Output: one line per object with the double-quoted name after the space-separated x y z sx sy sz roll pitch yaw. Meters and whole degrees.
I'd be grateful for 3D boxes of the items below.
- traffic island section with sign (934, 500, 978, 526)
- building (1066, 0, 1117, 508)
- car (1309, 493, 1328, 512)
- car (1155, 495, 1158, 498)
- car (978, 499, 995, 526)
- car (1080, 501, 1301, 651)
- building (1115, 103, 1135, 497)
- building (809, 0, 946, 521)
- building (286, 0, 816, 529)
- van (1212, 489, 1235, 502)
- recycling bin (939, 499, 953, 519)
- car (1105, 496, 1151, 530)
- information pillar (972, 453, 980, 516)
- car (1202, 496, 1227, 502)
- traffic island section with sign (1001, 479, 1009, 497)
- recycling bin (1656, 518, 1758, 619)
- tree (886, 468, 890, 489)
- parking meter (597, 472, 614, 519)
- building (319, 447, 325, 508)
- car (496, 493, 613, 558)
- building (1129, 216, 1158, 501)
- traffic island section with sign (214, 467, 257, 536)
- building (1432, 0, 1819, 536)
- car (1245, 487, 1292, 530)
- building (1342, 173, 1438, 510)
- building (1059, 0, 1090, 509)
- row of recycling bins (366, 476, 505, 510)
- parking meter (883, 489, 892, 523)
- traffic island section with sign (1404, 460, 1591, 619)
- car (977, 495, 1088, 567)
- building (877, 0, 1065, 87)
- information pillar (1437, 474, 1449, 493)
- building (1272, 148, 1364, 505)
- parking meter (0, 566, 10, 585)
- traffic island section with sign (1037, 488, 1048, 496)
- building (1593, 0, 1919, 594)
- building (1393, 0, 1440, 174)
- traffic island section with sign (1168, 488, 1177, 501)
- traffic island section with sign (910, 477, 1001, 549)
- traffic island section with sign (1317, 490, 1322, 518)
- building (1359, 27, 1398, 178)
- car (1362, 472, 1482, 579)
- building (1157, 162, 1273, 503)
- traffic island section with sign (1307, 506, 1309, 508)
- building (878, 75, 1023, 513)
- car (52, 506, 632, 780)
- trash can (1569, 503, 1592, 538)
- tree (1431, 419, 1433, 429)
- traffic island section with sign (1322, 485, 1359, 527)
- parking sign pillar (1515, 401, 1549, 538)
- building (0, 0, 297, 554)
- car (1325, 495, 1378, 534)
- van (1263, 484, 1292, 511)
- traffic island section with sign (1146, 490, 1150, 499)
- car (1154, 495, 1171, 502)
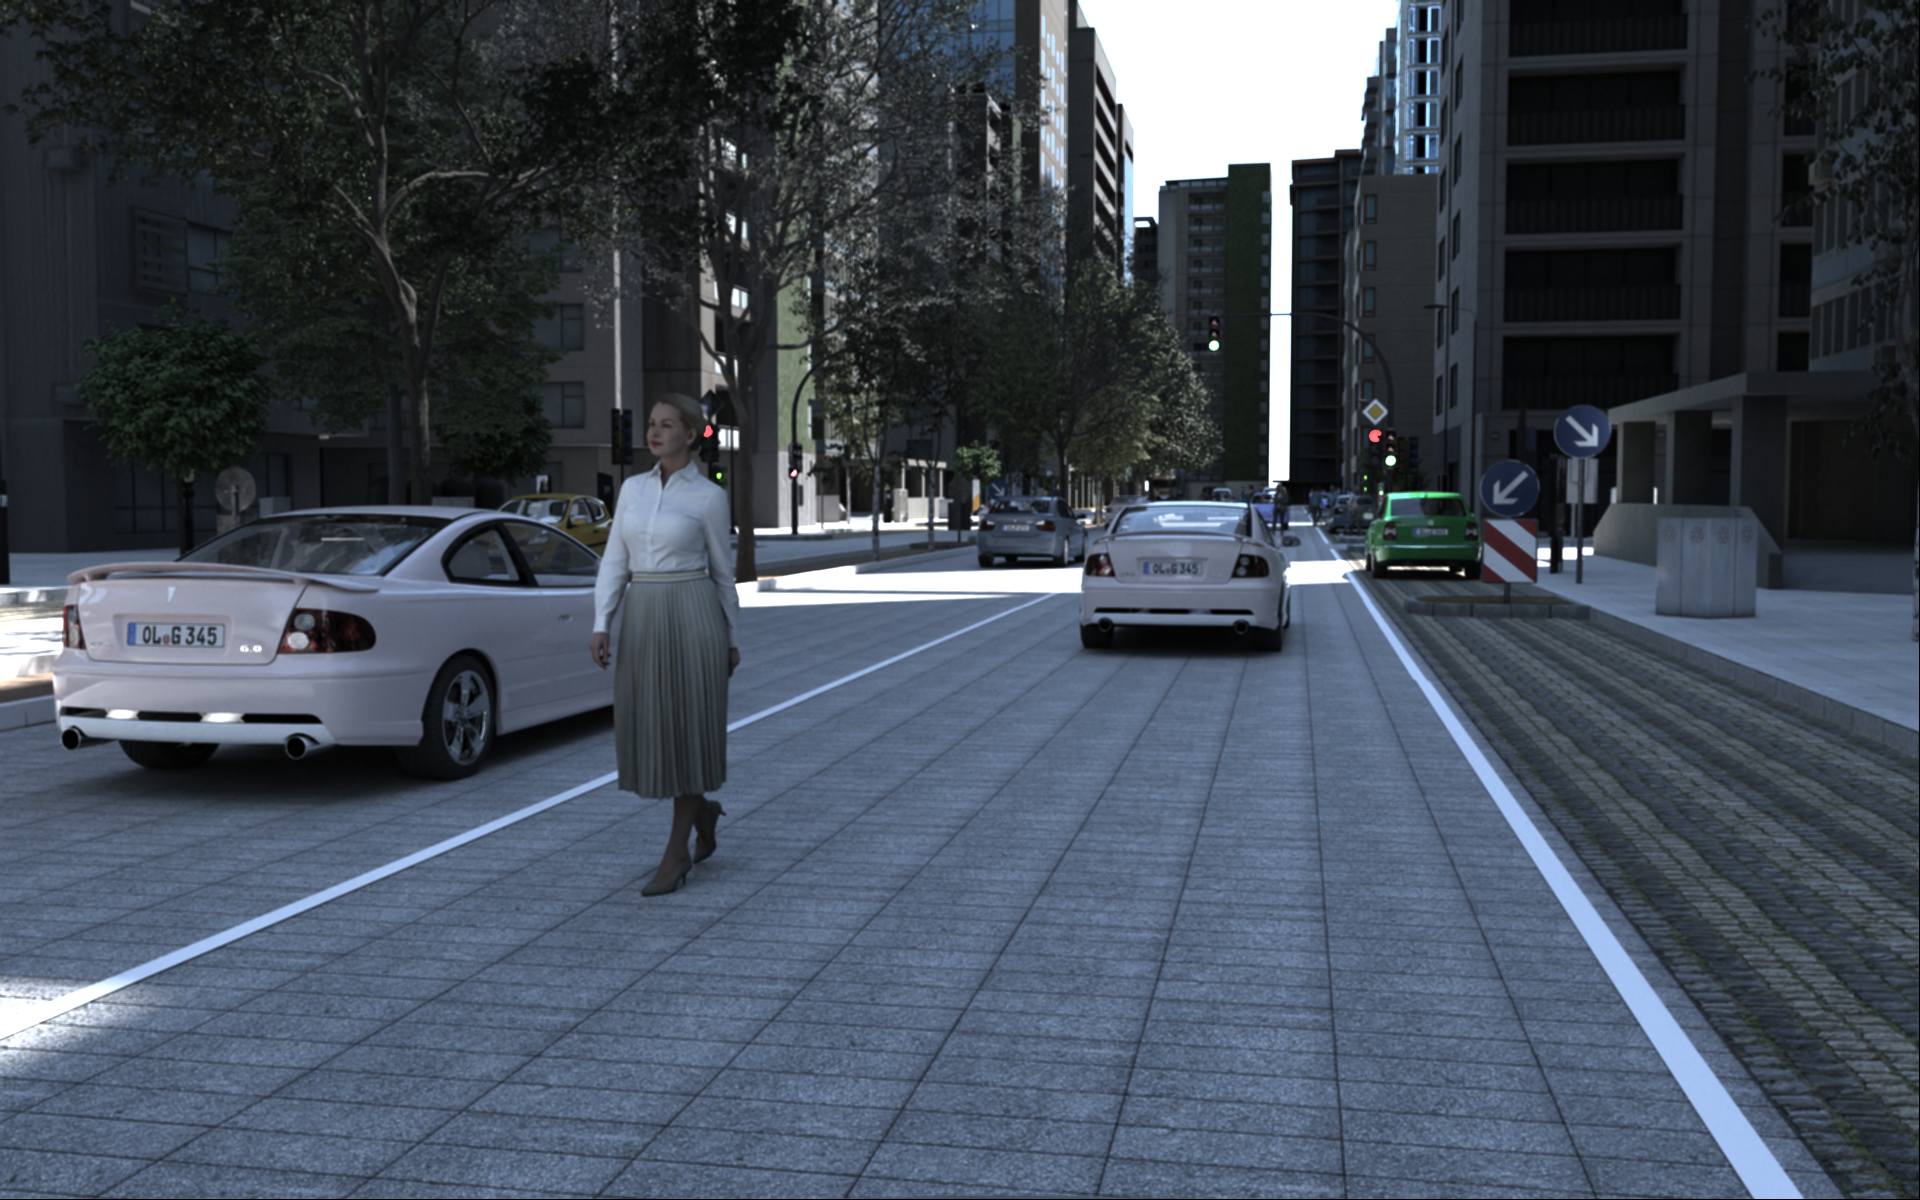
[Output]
-0.076 -4.317 79.214 1.989 1.847 2.006 1 4 11 "traffic island section with sign"
4.167 -33.771 175.862 21.300 48.544 21.600 1 4 11 "building"
28.451 -7.750 136.302 1.945 1.707 3.694 1 4 9 "car"
19.291 -9.296 164.350 2.083 1.381 4.827 1 4 12 "car"
1.942 -3.569 70.718 2.083 1.381 4.827 1 4 10 "car"
2.333 -0.302 17.297 2.083 1.381 4.827 1 4 12 "car"
11.922 -33.396 196.128 14.200 45.320 14.600 1 4 11 "building"
-17.615 -24.405 90.905 32.217 40.220 23.993 1 4 11 "building"
-13.949 -23.186 62.686 14.154 41.232 14.086 1 4 11 "building"
20.035 -7.677 132.533 2.013 2.044 4.112 1 4 10 "van"
-0.674 -4.670 88.902 0.722 1.027 0.722 1 4 14 "recycling bin"
6.893 -3.484 69.329 2.083 1.381 4.827 1 4 12 "car"
0.914 -6.620 99.595 0.504 3.616 0.183 3 5 44 "information pillar"
17.204 -6.442 117.912 1.945 1.354 3.894 1 4 9 "car"
1.276 -2.732 52.806 2.006 1.907 1.989 1 4 11 "traffic island section with sign"
7.847 -0.346 18.210 0.722 1.027 0.722 -2 4 -25 "recycling bin"
-4.470 -6.710 104.303 1.663 3.219 1.824 0 3 0 "tree"
-9.618 -2.526 47.019 0.399 1.863 0.255 -3 4 -38 "parking meter"
-28.328 -25.393 65.294 14.200 45.320 14.600 1 4 11 "building"
-7.334 -1.240 30.495 2.015 1.641 3.980 1 4 9 "car"
14.868 -32.874 229.373 23.993 40.220 32.217 1 4 11 "building"
-10.620 -0.974 24.556 1.989 1.847 2.006 1 4 11 "traffic island section with sign"
27.734 -37.914 58.151 20.611 71.187 20.563 1 4 11 "building"
12.461 -3.703 70.128 1.945 1.707 3.694 1 4 11 "car"
37.968 -15.950 105.822 27.650 21.520 28.899 1 4 11 "building"
0.981 -43.766 153.825 20.563 71.187 20.611 1 4 11 "building"
-11.911 -1.991 39.665 1.069 1.692 3.534 3 4 36 "row of recycling bins"
-3.238 -4.205 77.158 0.372 1.533 0.369 0 3 0 "parking meter"
6.396 -0.746 20.817 1.989 1.847 2.006 1 4 11 "traffic island section with sign"
1.505 -1.421 35.235 2.014 1.417 4.499 1 4 12 "car"
0.462 -29.742 136.390 14.600 45.320 14.200 1 4 11 "building"
17.433 -3.553 62.580 0.304 2.012 0.304 -1 4 -13 "information pillar"
54.009 -34.379 216.722 28.867 44.769 22.147 1 4 11 "building"
-13.720 -0.989 24.578 0.372 1.533 0.369 0 3 0 "parking meter"
5.022 -5.936 105.685 1.989 1.847 2.006 1 4 11 "traffic island section with sign"
27.963 -20.421 25.758 32.217 40.220 23.993 1 4 11 "building"
46.488 -51.115 148.407 22.319 86.520 31.000 1 4 11 "building"
15.495 -7.245 126.592 2.006 1.907 1.989 1 4 11 "traffic island section with sign"
-0.136 -2.287 45.534 2.006 1.907 1.989 1 4 11 "traffic island section with sign"
22.095 -5.725 102.227 1.989 1.847 2.006 1 4 11 "traffic island section with sign"
53.042 -34.276 180.018 23.786 49.044 30.456 1 4 11 "building"
8.104 -1.326 30.476 1.959 1.807 4.718 1 4 11 "car"
31.902 -32.632 217.132 14.086 41.232 14.154 1 4 11 "building"
31.498 -8.706 150.967 1.989 1.847 2.006 1 4 11 "traffic island section with sign"
-3.556 -21.490 123.069 14.160 30.474 14.107 1 4 11 "building"
-3.078 0.132 10.200 2.083 1.381 4.827 1 4 13 "car"
18.262 -2.405 50.976 0.748 1.137 0.748 0 3 0 "trash can"
27.093 -8.622 91.330 4.360 8.622 3.978 0 3 0 "tree"
16.984 -4.106 75.759 1.989 1.847 2.006 1 4 11 "traffic island section with sign"
16.513 -3.802 50.627 1.447 3.967 1.447 1 4 13 "parking sign pillar"
-23.853 -22.038 43.916 14.086 41.232 14.154 1 4 11 "building"
14.270 -3.110 62.850 2.014 1.417 4.499 1 4 11 "car"
17.971 -5.628 99.026 2.013 2.044 4.112 1 4 9 "van"
19.513 -10.532 180.826 1.989 1.847 2.006 1 4 11 "traffic island section with sign"
18.443 -8.838 157.082 1.945 1.354 3.894 1 4 12 "car"
